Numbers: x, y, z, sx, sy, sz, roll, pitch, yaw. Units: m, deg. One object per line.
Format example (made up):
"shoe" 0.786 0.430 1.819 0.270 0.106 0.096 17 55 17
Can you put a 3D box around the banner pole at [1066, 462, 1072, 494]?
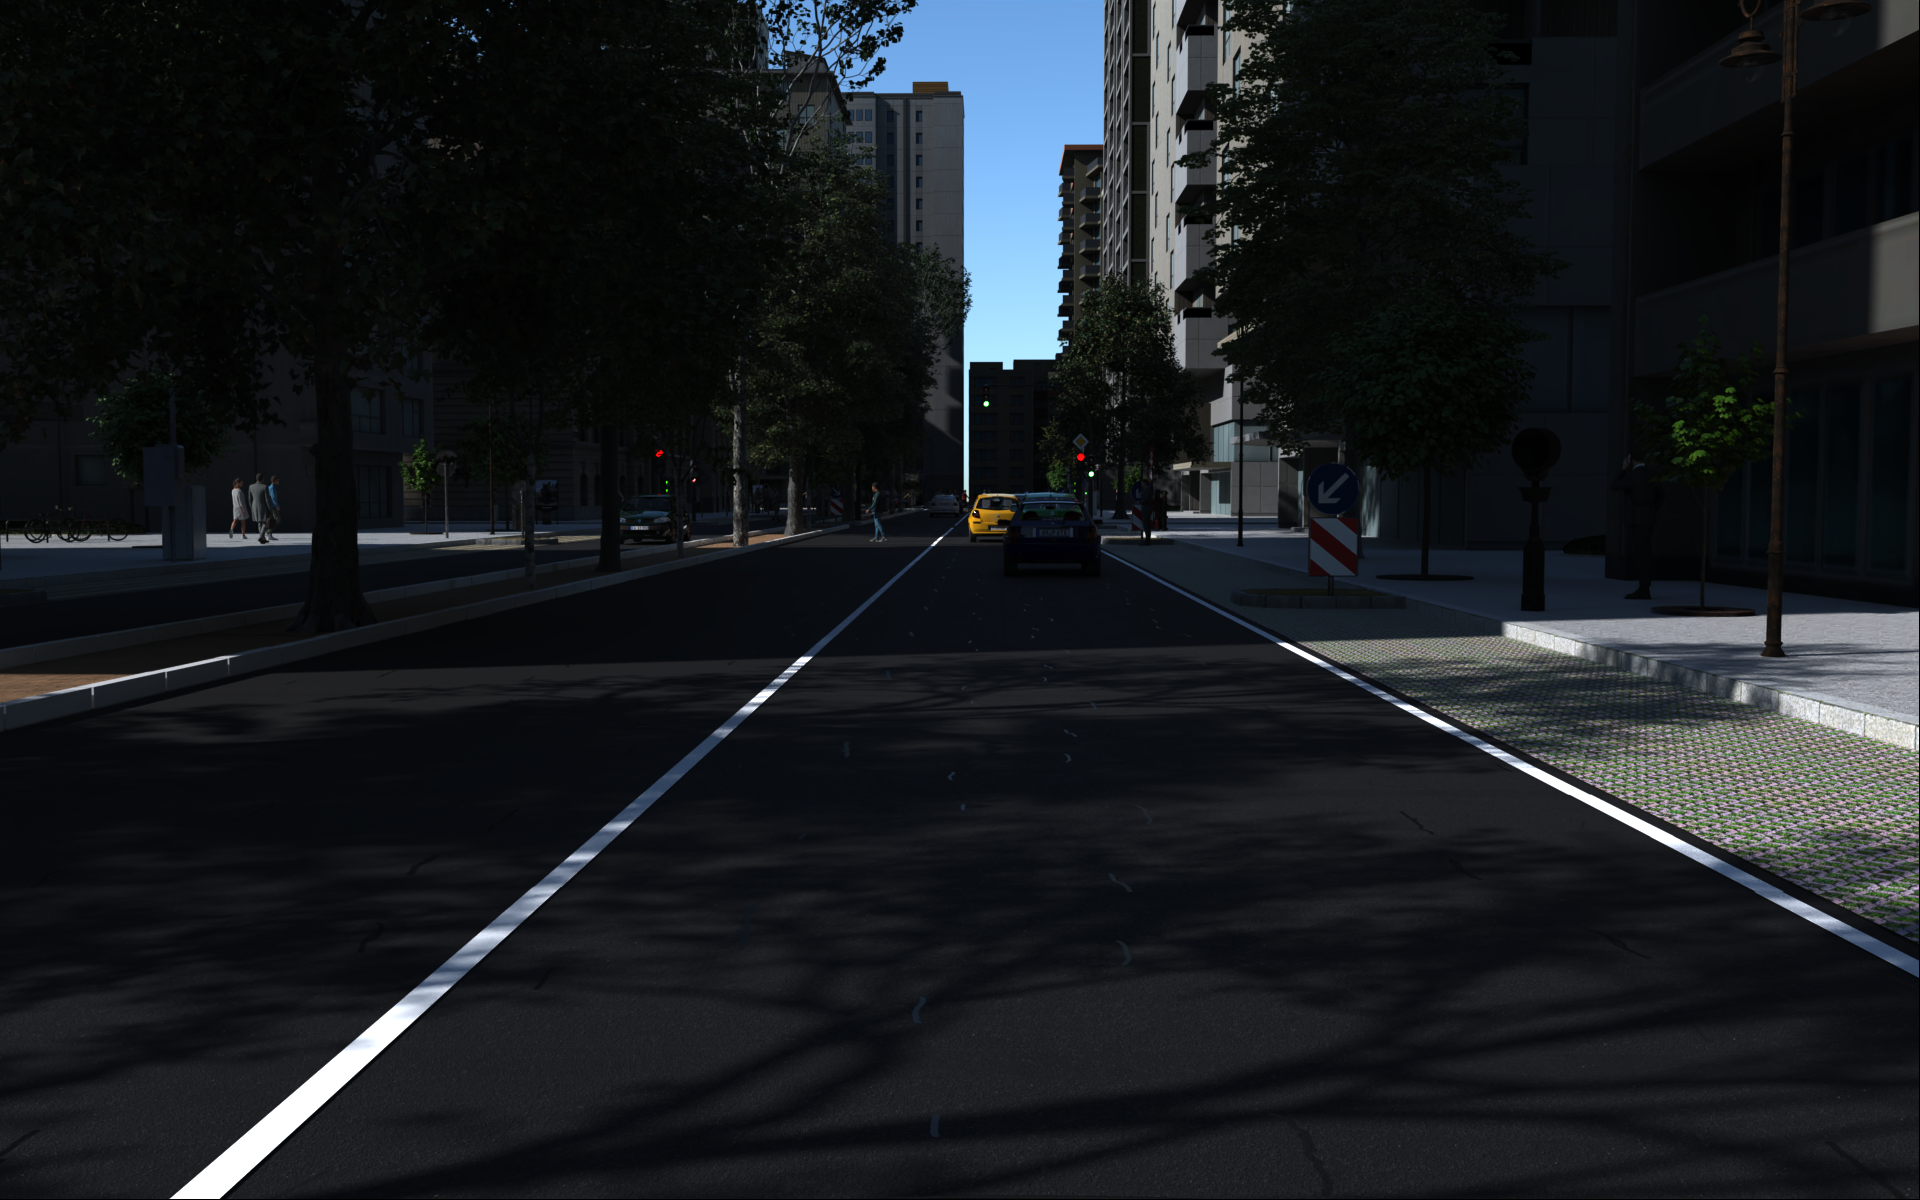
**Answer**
"banner pole" 8.337 -8.657 131.566 0.401 3.779 0.863 3 5 42

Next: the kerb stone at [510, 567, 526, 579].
"kerb stone" -7.597 -0.442 29.468 0.120 0.150 1.000 0 4 1

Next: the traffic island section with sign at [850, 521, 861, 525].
"traffic island section with sign" -5.639 -4.387 79.862 2.006 1.907 1.989 0 4 1

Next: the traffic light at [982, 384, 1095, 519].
"traffic light" 3.306 -5.941 71.802 4.771 5.953 1.251 0 4 1

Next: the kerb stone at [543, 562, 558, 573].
"kerb stone" -7.555 -0.568 31.528 0.120 0.150 1.000 0 4 1

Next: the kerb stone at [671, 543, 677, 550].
"kerb stone" -7.343 -1.322 43.836 0.120 0.150 1.000 0 4 1

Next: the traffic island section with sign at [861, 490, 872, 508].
"traffic island section with sign" -10.218 -10.633 182.481 1.989 1.847 2.006 0 4 1

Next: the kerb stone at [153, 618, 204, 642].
"kerb stone" -7.813 0.307 17.174 0.120 0.150 1.000 0 4 1

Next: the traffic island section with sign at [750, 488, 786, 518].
"traffic island section with sign" -11.596 -5.889 104.918 1.989 1.847 2.006 0 4 1

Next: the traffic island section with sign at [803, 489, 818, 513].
"traffic island section with sign" -11.122 -7.538 131.869 1.989 1.847 2.006 0 4 1

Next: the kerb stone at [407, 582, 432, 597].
"kerb stone" -7.685 -0.131 24.340 0.120 0.150 1.000 0 4 1

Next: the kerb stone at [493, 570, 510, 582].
"kerb stone" -7.625 -0.380 28.447 0.120 0.150 1.000 0 4 1

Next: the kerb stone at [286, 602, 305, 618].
"kerb stone" -7.757 0.121 20.246 0.120 0.150 1.000 0 4 1

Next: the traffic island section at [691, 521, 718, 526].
"traffic island section" -12.359 -3.550 80.325 2.009 0.180 2.903 0 4 1

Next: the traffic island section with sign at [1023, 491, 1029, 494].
"traffic island section with sign" 7.870 -12.249 208.896 1.989 1.847 2.006 0 4 1

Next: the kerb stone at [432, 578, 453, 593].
"kerb stone" -7.672 -0.194 25.362 0.120 0.150 1.000 0 4 1

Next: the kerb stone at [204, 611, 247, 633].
"kerb stone" -7.791 0.245 18.196 0.120 0.150 1.000 0 4 1

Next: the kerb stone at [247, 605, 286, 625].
"kerb stone" -7.771 0.182 19.224 0.120 0.150 1.000 0 4 1

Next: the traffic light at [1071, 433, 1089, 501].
"traffic light" 5.540 -5.564 79.890 0.839 4.253 0.868 0 4 1

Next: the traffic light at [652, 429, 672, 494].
"traffic light" -12.460 -5.094 72.205 0.839 4.253 0.868 0 4 1

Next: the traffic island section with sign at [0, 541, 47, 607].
"traffic island section with sign" -13.058 -0.841 22.385 1.989 1.847 2.006 0 4 1

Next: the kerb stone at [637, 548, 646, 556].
"kerb stone" -7.419 -1.073 39.733 0.120 0.150 1.000 0 4 1

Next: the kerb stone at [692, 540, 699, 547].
"kerb stone" -7.284 -1.505 46.907 0.120 0.150 1.000 0 4 1

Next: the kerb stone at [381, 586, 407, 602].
"kerb stone" -7.707 -0.069 23.317 0.120 0.150 1.000 0 4 1

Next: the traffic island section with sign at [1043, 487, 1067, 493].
"traffic island section with sign" 6.037 -5.915 105.342 1.989 1.847 2.006 0 4 1

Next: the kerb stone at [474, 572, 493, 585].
"kerb stone" -7.632 -0.315 27.425 0.120 0.150 1.000 0 4 1

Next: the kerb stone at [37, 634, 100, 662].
"kerb stone" -7.855 0.432 15.128 0.120 0.150 1.000 0 4 1

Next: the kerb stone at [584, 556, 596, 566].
"kerb stone" -7.505 -0.759 34.604 0.120 0.150 1.000 0 4 1

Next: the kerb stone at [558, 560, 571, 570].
"kerb stone" -7.543 -0.634 32.557 0.120 0.150 1.000 0 4 1

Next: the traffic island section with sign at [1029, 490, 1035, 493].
"traffic island section with sign" 6.519 -7.564 132.293 1.989 1.847 2.006 0 4 1

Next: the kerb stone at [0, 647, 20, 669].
"kerb stone" -7.868 0.495 14.106 0.120 0.150 1.000 0 4 1

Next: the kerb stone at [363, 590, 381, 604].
"kerb stone" -7.721 -0.002 22.295 0.120 0.150 1.000 0 4 1

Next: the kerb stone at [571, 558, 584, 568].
"kerb stone" -7.520 -0.696 33.583 0.120 0.150 1.000 0 4 1

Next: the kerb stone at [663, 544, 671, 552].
"kerb stone" -7.368 -1.261 42.814 0.120 0.150 1.000 0 4 1

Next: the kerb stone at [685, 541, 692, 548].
"kerb stone" -7.303 -1.449 45.882 0.120 0.150 1.000 0 4 1

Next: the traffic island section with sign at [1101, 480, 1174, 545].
"traffic island section with sign" 5.046 -2.502 49.535 1.989 1.847 2.006 0 4 1

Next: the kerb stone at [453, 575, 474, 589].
"kerb stone" -7.655 -0.256 26.392 0.120 0.150 1.000 0 4 1

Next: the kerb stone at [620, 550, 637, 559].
"kerb stone" -7.430 -1.010 38.702 0.120 0.150 1.000 0 4 1

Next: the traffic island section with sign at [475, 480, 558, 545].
"traffic island section with sign" -12.582 -2.497 49.461 1.989 1.847 2.006 0 4 1

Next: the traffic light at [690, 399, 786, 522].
"traffic light" -10.226 -6.454 80.187 4.771 5.953 1.251 0 4 1

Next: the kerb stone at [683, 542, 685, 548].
"kerb stone" -7.325 -1.386 44.860 0.120 0.150 1.000 0 4 1

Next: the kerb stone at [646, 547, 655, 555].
"kerb stone" -7.404 -1.131 40.761 0.120 0.150 1.000 0 4 1

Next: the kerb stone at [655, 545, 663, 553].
"kerb stone" -7.377 -1.199 41.792 0.120 0.150 1.000 0 4 1

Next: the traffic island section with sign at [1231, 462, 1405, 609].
"traffic island section with sign" 4.571 -0.845 22.444 1.989 1.847 2.006 0 4 1

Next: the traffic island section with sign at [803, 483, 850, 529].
"traffic island section with sign" -5.780 -3.934 72.456 2.006 1.907 1.989 0 4 1

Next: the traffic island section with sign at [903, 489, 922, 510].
"traffic island section with sign" -4.320 -8.982 154.989 2.006 1.907 1.989 0 4 1

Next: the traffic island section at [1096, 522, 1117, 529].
"traffic island section" 5.439 -3.042 72.020 2.009 0.180 2.903 0 4 1

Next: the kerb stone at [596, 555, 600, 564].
"kerb stone" -7.486 -0.815 35.627 0.120 0.150 1.000 0 4 1

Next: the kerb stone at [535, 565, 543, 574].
"kerb stone" -7.575 -0.508 30.497 0.120 0.150 1.000 0 4 1

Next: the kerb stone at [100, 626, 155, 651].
"kerb stone" -7.834 0.371 16.153 0.120 0.150 1.000 0 4 1
